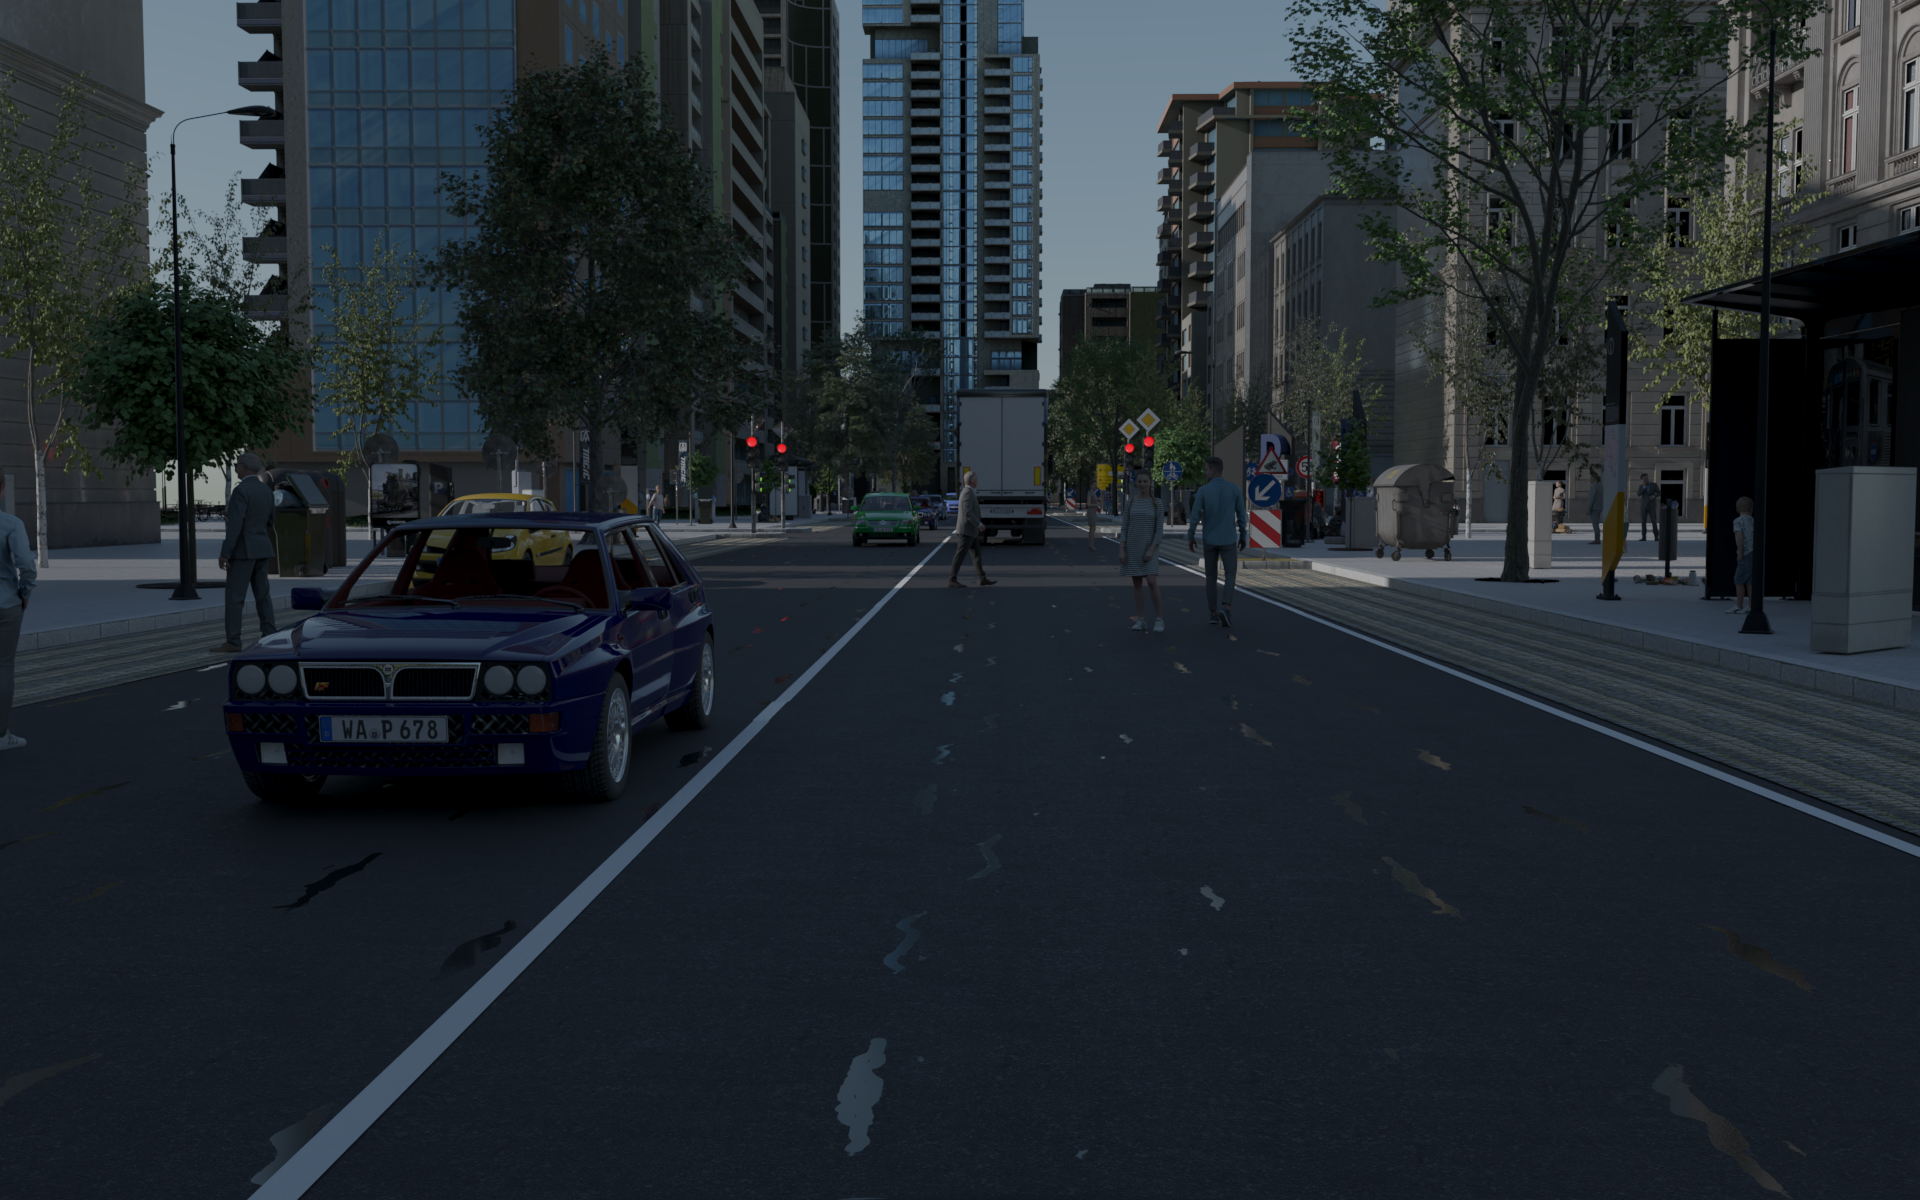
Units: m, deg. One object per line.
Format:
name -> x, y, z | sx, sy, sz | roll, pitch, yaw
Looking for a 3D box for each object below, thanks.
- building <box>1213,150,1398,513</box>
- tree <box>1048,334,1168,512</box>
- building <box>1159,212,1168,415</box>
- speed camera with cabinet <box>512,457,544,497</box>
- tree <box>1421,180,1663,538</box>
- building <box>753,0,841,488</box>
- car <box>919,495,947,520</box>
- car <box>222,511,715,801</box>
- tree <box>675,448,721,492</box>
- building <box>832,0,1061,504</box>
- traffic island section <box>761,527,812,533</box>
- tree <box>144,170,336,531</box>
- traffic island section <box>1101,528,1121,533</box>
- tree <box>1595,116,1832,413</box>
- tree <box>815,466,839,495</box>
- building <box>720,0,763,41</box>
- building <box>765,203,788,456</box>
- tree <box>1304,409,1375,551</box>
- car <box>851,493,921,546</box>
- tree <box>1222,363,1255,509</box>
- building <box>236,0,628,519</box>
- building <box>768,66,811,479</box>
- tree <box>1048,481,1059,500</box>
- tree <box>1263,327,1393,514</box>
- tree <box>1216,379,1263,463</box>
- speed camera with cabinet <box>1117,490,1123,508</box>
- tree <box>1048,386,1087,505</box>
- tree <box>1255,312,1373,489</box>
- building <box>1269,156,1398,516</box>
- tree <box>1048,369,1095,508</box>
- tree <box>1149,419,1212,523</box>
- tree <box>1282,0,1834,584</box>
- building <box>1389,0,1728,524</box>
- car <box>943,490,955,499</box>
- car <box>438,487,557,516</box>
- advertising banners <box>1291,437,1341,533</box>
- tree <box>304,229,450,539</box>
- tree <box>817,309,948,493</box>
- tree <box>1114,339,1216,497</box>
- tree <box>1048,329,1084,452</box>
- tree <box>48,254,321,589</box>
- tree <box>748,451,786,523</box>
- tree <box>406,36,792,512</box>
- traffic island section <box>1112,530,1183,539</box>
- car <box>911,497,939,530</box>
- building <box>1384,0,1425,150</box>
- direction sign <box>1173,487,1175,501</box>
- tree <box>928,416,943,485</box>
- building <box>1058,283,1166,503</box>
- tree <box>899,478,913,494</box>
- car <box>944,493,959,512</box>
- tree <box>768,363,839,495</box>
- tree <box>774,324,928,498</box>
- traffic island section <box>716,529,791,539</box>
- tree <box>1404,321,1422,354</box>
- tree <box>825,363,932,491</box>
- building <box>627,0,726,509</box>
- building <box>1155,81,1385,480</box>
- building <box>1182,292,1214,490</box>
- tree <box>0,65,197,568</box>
building -> 26.197, -19.042, 129.362 | 12.078, 24.808, 19.932 | 0, 4, 1
tree -> 10.373, -12.718, 124.949 | 9.611, 12.733, 9.660 | 0, 3, 0
building -> 35.141, -34.072, 240.669 | 14.086, 41.232, 14.154 | 0, 4, 1
speed camera with cabinet -> -16.742, -4.457, 67.214 | 0.660, 3.252, 2.038 | -3, 4, -36
tree -> 13.882, -5.529, 40.761 | 4.360, 8.622, 3.978 | 0, 3, 0
building -> -27.975, -49.288, 244.110 | 20.611, 71.187, 20.563 | 0, 4, 1
car -> -1.676, -5.190, 96.859 | 2.014, 1.417, 4.499 | 0, 4, 3
car -> -2.419, 0.199, 9.321 | 1.945, 1.354, 3.894 | 0, 4, 1
tree -> -18.681, -8.549, 123.482 | 4.285, 4.588, 4.351 | 0, 3, 0
building -> -1.565, -56.910, 243.141 | 31.000, 86.520, 22.319 | 0, 4, 1
traffic island section -> -6.637, -2.602, 64.830 | 2.009, 0.180, 2.903 | 0, 4, 1
tree -> -16.978, -5.503, 40.335 | 4.360, 8.622, 3.978 | 0, 3, 0
traffic island section -> 6.302, -2.587, 64.578 | 2.009, 0.180, 2.903 | 0, 4, 1
tree -> 14.537, -5.056, 33.025 | 4.737, 8.622, 4.395 | 0, 3, 0
tree -> -8.815, -7.348, 114.737 | 1.663, 3.219, 1.824 | 0, 3, 0
building -> -29.066, -32.277, 151.428 | 21.300, 48.544, 21.600 | 0, 4, 1
building -> -24.719, -24.347, 169.781 | 14.160, 30.474, 14.107 | 0, 4, 1
tree -> 8.943, -2.739, 39.391 | 1.663, 3.219, 1.824 | 0, 3, 0
car -> -2.062, -2.457, 48.967 | 1.959, 1.807, 4.718 | 0, 4, 0
tree -> 15.853, -8.699, 92.590 | 4.360, 8.622, 3.978 | 0, 3, 0
building -> -23.987, -26.387, 81.541 | 14.600, 45.320, 14.200 | 0, 4, 1
building -> -28.379, -34.897, 194.272 | 21.600, 48.544, 21.300 | 0, 4, 1
tree -> 11.415, -13.434, 214.242 | 1.663, 3.219, 1.824 | 0, 3, 0
tree -> 16.953, -7.766, 77.334 | 4.737, 8.622, 4.395 | 0, 3, 0
tree -> 17.853, -9.738, 109.577 | 4.737, 8.622, 4.395 | 0, 3, 0
speed camera with cabinet -> 12.205, -8.687, 136.374 | 0.660, 3.252, 2.038 | -2, 4, -25
tree -> 12.211, -18.203, 204.279 | 9.857, 13.997, 8.962 | 0, 3, 0
tree -> 14.330, -7.293, 69.604 | 4.360, 8.622, 3.978 | 0, 3, 0
building -> 25.810, -15.920, 109.449 | 9.793, 20.994, 18.267 | 0, 4, 1
tree -> 10.108, -14.578, 156.482 | 7.486, 12.596, 7.792 | 0, 3, 0
tree -> 9.701, -5.646, 76.031 | 4.285, 4.588, 4.351 | 0, 3, 0
tree -> 8.269, -6.062, 24.872 | 9.928, 11.665, 9.643 | 0, 3, 0
building -> 33.631, -17.293, 80.000 | 25.104, 27.353, 12.463 | 0, 4, 1
car -> -0.482, -8.354, 145.387 | 1.959, 1.807, 4.718 | 0, 4, 1
car -> -7.249, -1.023, 26.947 | 2.015, 1.641, 3.980 | 0, 4, 1
advertising banners -> 11.114, -3.518, 53.711 | 0.090, 3.025, 2.074 | -3, 5, -40
tree -> -16.629, -6.033, 49.009 | 4.737, 8.622, 4.395 | 0, 3, 0
tree -> -7.921, -19.725, 178.400 | 12.611, 20.169, 13.585 | 0, 3, 0
tree -> 9.512, -8.136, 83.391 | 4.737, 8.622, 4.395 | 0, 3, 0
tree -> 9.518, -11.084, 106.986 | 9.928, 11.665, 9.643 | 0, 3, 0
tree -> -10.748, -2.460, 23.943 | 4.285, 4.588, 4.351 | 0, 3, 0
tree -> -8.522, -5.086, 77.761 | 1.663, 3.219, 1.824 | 0, 3, 0
tree -> -9.275, -7.768, 44.017 | 9.611, 12.733, 9.660 | 0, 3, 0
traffic island section -> 6.149, -2.099, 56.594 | 2.009, 0.180, 2.903 | 0, 4, 1
car -> -1.803, -3.493, 69.687 | 1.945, 1.354, 3.894 | 0, 4, 1
building -> 57.830, -46.143, 192.681 | 20.611, 71.187, 20.563 | 0, 4, 1
direction sign -> 9.921, -5.402, 80.327 | 0.379, 3.537, 0.876 | 0, 4, 2
tree -> -6.907, -18.654, 211.651 | 9.857, 13.997, 8.962 | 0, 3, 0
building -> 20.917, -28.695, 240.869 | 14.107, 30.474, 14.160 | 0, 4, 1
tree -> -6.295, -12.657, 201.549 | 1.663, 3.219, 1.824 | 0, 3, 0
car -> -0.415, -7.061, 125.031 | 1.945, 1.707, 3.694 | 0, 4, 0
tree -> -8.549, -8.938, 96.495 | 4.360, 8.622, 3.978 | 0, 3, 0
tree -> -8.538, -13.555, 128.277 | 9.857, 13.997, 8.962 | 0, 3, 0
traffic island section -> -6.790, -2.114, 56.846 | 2.009, 0.180, 2.903 | 0, 4, 1
tree -> 15.011, -6.098, 50.067 | 4.360, 8.622, 3.978 | 0, 3, 0
tree -> -7.742, -15.118, 157.550 | 12.009, 13.543, 11.850 | 0, 3, 0
building -> -26.105, -27.456, 132.497 | 14.154, 41.232, 14.086 | 0, 4, 1
building -> 32.836, -32.618, 187.934 | 22.147, 44.769, 28.867 | 0, 4, 1
building -> 35.703, -19.173, 158.514 | 27.650, 21.520, 28.899 | 0, 4, 1
tree -> -15.694, -4.864, 29.889 | 4.737, 8.622, 4.395 | 0, 3, 0
